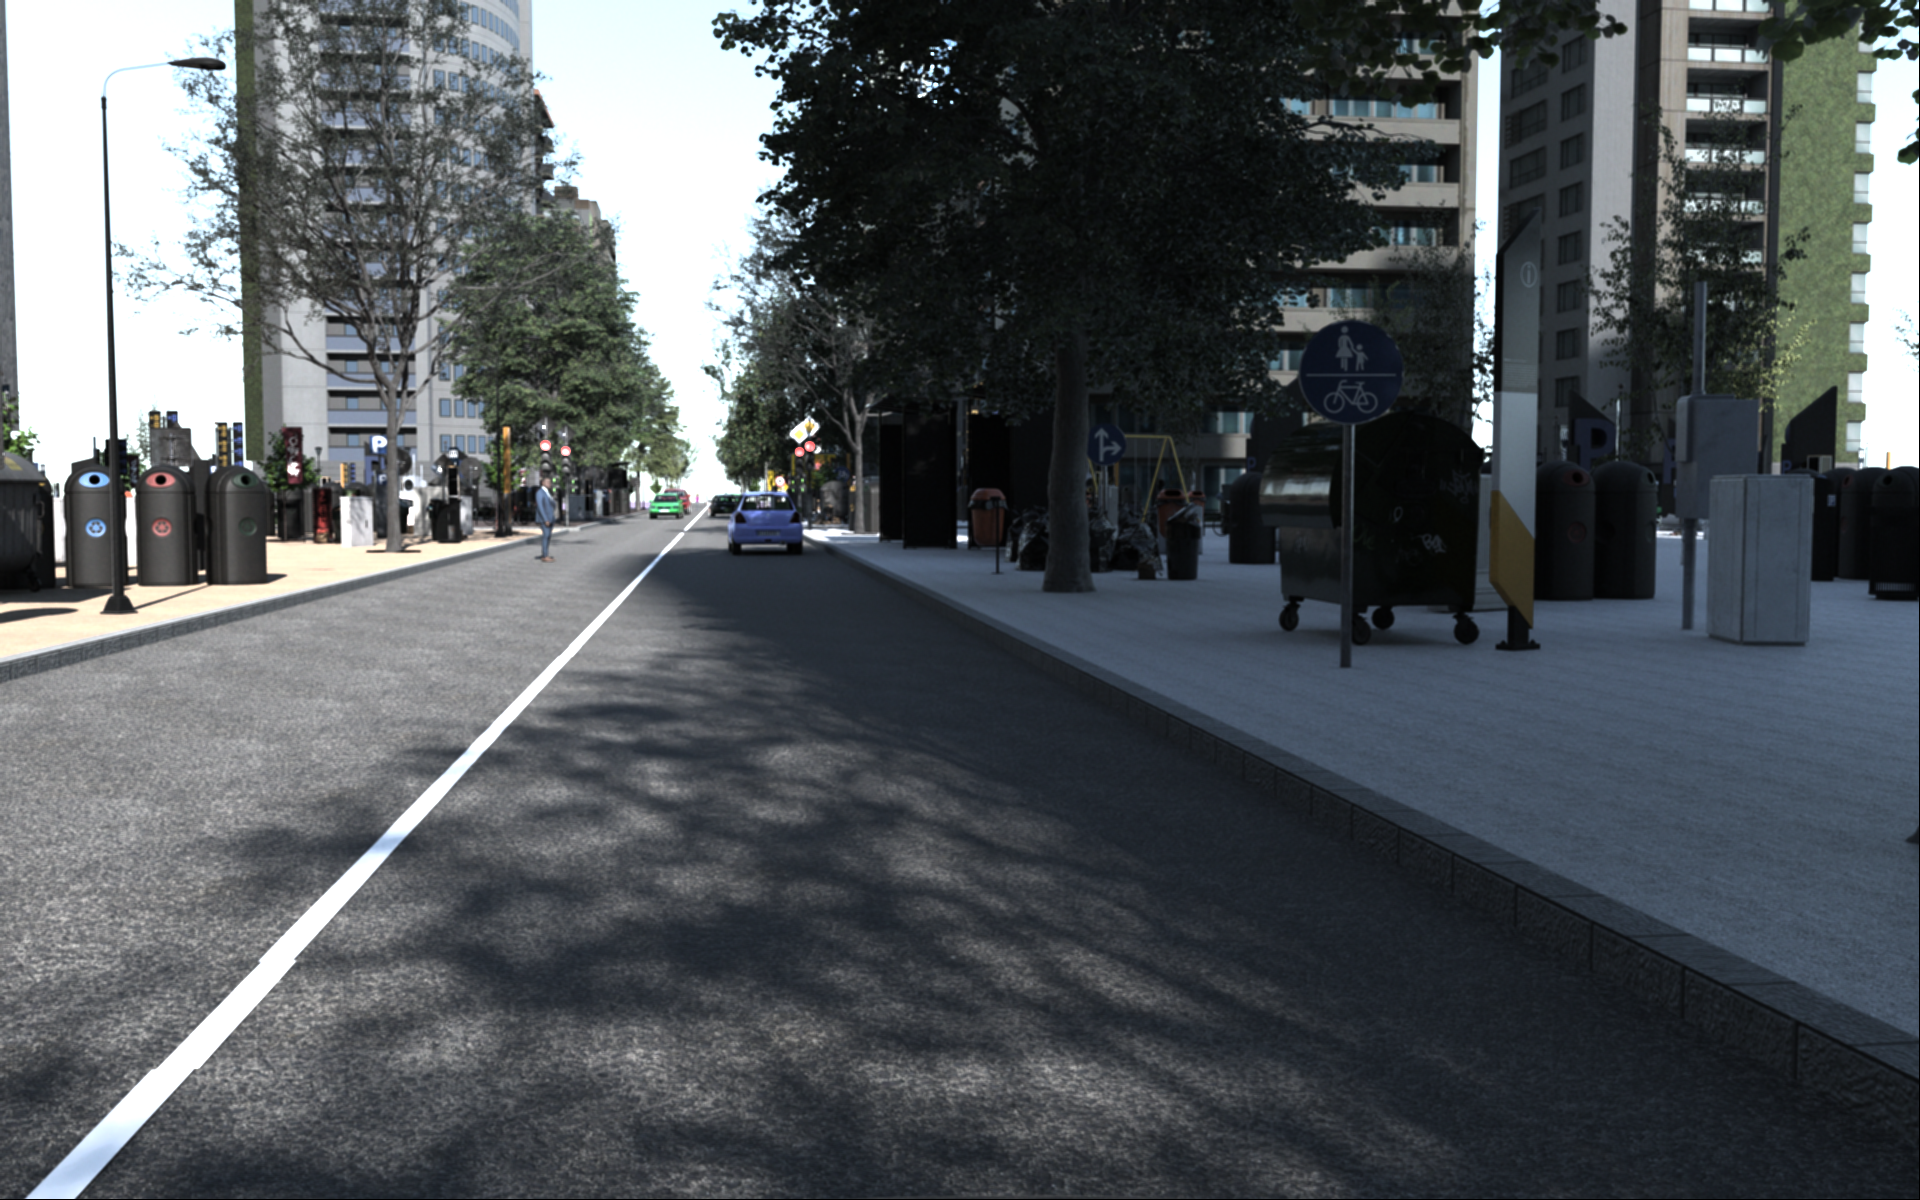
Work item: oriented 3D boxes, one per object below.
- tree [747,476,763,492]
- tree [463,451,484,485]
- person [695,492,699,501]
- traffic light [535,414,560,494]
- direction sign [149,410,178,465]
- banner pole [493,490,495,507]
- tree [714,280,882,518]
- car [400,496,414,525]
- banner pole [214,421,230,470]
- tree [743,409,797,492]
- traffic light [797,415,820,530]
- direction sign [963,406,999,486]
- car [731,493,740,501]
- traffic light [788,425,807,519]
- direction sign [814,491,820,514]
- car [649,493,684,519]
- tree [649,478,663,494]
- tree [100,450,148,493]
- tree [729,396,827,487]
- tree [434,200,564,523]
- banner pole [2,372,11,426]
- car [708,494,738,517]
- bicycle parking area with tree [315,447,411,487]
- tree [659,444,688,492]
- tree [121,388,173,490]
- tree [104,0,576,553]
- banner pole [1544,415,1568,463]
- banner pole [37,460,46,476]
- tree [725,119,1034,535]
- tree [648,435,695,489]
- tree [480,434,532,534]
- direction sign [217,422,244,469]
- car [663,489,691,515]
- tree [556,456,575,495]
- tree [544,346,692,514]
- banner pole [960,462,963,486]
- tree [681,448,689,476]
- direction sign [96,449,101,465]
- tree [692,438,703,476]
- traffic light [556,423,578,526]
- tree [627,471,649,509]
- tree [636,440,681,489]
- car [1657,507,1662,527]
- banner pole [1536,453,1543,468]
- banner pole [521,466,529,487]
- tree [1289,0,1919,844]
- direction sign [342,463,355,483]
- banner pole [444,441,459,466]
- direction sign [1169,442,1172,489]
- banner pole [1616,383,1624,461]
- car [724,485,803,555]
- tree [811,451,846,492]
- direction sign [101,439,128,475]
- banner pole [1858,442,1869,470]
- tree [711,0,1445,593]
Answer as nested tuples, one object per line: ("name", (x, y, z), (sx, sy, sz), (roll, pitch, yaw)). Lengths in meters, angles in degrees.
("tree", (-22.184, -11.697, 185.846), (1.663, 3.219, 1.824), (0, 3, 0))
("tree", (-37.896, -9.064, 131.913), (4.285, 4.588, 4.351), (0, 3, 0))
("person", (-39.972, -15.572, 263.822), (1.217, 1.735, 0.721), (0, 4, -4))
("traffic light", (-14.478, -4.394, 60.755), (0.839, 4.253, 0.868), (0, 4, -8))
("direction sign", (-21.594, -3.367, 47.053), (0.876, 3.537, 0.379), (1, 4, 11))
("banner pole", (-36.852, -8.985, 136.914), (0.401, 3.779, 0.863), (-1, 4, -17))
("tree", (-8.464, -10.758, 92.895), (9.611, 12.733, 9.660), (0, 3, 0))
("car", (-20.817, -3.117, 63.324), (4.827, 1.381, 2.083), (0, 4, -8))
("banner pole", (-25.345, -4.248, 59.477), (0.863, 3.779, 0.401), (2, 4, 25))
("tree", (-13.114, -10.975, 129.807), (4.360, 8.622, 3.978), (0, 3, 0))
("traffic light", (-5.406, -4.471, 62.025), (0.839, 4.253, 0.868), (0, 4, -8))
("direction sign", (0.585, -3.208, 44.441), (0.876, 3.537, 0.379), (0, 4, -1))
("car", (-16.699, -7.202, 126.548), (1.959, 1.807, 4.718), (0, 4, -8))
("traffic light", (-6.503, -4.955, 69.935), (0.839, 4.253, 0.868), (0, 4, -8))
("direction sign", (-10.570, -8.147, 125.195), (0.876, 3.537, 0.379), (3, 5, 41))
("car", (-17.090, -5.631, 100.855), (1.959, 1.807, 4.718), (0, 4, -6))
("tree", (-32.466, -11.678, 185.543), (1.663, 3.219, 1.824), (0, 3, 0))
("tree", (-53.773, -7.775, 110.828), (4.285, 4.588, 4.351), (0, 3, 0))
("tree", (-14.600, -12.428, 137.609), (8.767, 10.594, 7.601), (-2, 4, -27))
("tree", (-17.695, -10.312, 75.248), (9.857, 13.997, 8.962), (0, 3, 0))
("banner pole", (-19.294, -2.753, 35.023), (0.401, 3.779, 0.863), (-3, 5, -44))
("car", (-15.073, -6.167, 110.609), (2.009, 1.686, 4.222), (-1, 4, -10))
("bicycle parking area with tree", (-36.779, -7.321, 106.699), (8.231, 4.147, 9.016), (0, 4, -1))
("tree", (-43.120, -19.048, 261.793), (4.360, 8.622, 3.978), (0, 3, 0))
("tree", (-56.177, -10.377, 120.033), (4.360, 8.622, 3.978), (0, 3, 0))
("tree", (-12.465, -7.795, 37.823), (12.009, 13.543, 11.850), (0, 3, 0))
("banner pole", (19.063, -3.973, 54.979), (0.863, 3.779, 0.401), (-2, 4, -31))
("banner pole", (-66.967, -8.334, 126.277), (0.401, 3.779, 0.863), (1, 4, 22))
("tree", (-3.231, -8.790, 54.079), (12.009, 13.543, 11.850), (0, 3, 0))
("tree", (-41.902, -19.309, 250.116), (7.601, 10.594, 8.767), (-1, 4, -9))
("tree", (-14.662, -3.750, 55.920), (1.663, 3.219, 1.824), (0, 3, 0))
("direction sign", (-22.874, -3.815, 54.378), (0.876, 3.537, 0.379), (1, 4, 11))
("car", (-20.017, -6.911, 121.662), (2.281, 1.827, 5.304), (0, 4, -6))
("tree", (-28.903, -8.836, 128.179), (4.285, 4.588, 4.351), (0, 3, 0))
("tree", (-23.333, -11.443, 112.847), (9.928, 11.665, 9.643), (0, 3, 0))
("banner pole", (0.407, -7.964, 120.235), (0.863, 3.779, 0.401), (-1, 4, -12))
("tree", (-36.492, -16.354, 217.750), (4.737, 8.622, 4.395), (0, 3, 0))
("direction sign", (-42.718, -5.769, 86.325), (0.379, 3.537, 0.876), (3, 5, 42))
("tree", (-48.747, -22.928, 300.620), (9.928, 11.665, 9.643), (0, 3, 0))
("traffic light", (-15.575, -4.877, 68.665), (0.839, 4.253, 0.868), (0, 4, -8))
("tree", (-27.933, -9.361, 147.649), (1.663, 3.219, 1.824), (0, 3, 0))
("tree", (-35.900, -15.500, 203.786), (4.737, 8.622, 4.395), (0, 3, 0))
("car", (26.590, -3.738, 69.914), (4.718, 1.807, 1.959), (-1, 4, -8))
("banner pole", (31.291, -6.312, 93.219), (0.863, 3.779, 0.401), (-1, 4, -23))
("banner pole", (-32.599, -8.549, 129.793), (0.863, 3.779, 0.401), (-2, 4, -34))
("tree", (3.880, -5.397, 6.365), (7.486, 12.596, 7.792), (0, 3, 0))
("direction sign", (-44.647, -8.233, 126.599), (0.876, 3.537, 0.379), (-2, 4, -28))
("banner pole", (-24.011, -5.606, 81.675), (0.863, 3.779, 0.401), (0, 4, 4))
("direction sign", (9.097, -5.065, 74.803), (0.379, 3.537, 0.876), (0, 4, 0))
("banner pole", (14.797, -2.993, 38.945), (0.401, 3.779, 0.863), (2, 4, 28))
("car", (-4.775, -1.995, 42.209), (1.945, 1.707, 3.694), (-1, 4, -9))
("tree", (-5.894, -5.077, 77.615), (1.663, 3.219, 1.824), (0, 3, 0))
("direction sign", (-34.604, -4.838, 71.101), (0.876, 3.537, 0.379), (0, 4, -1))
("banner pole", (43.286, -5.689, 83.030), (0.863, 3.779, 0.401), (-2, 4, -28))
("tree", (1.477, -7.089, 22.554), (9.857, 13.997, 8.962), (0, 3, 0))
